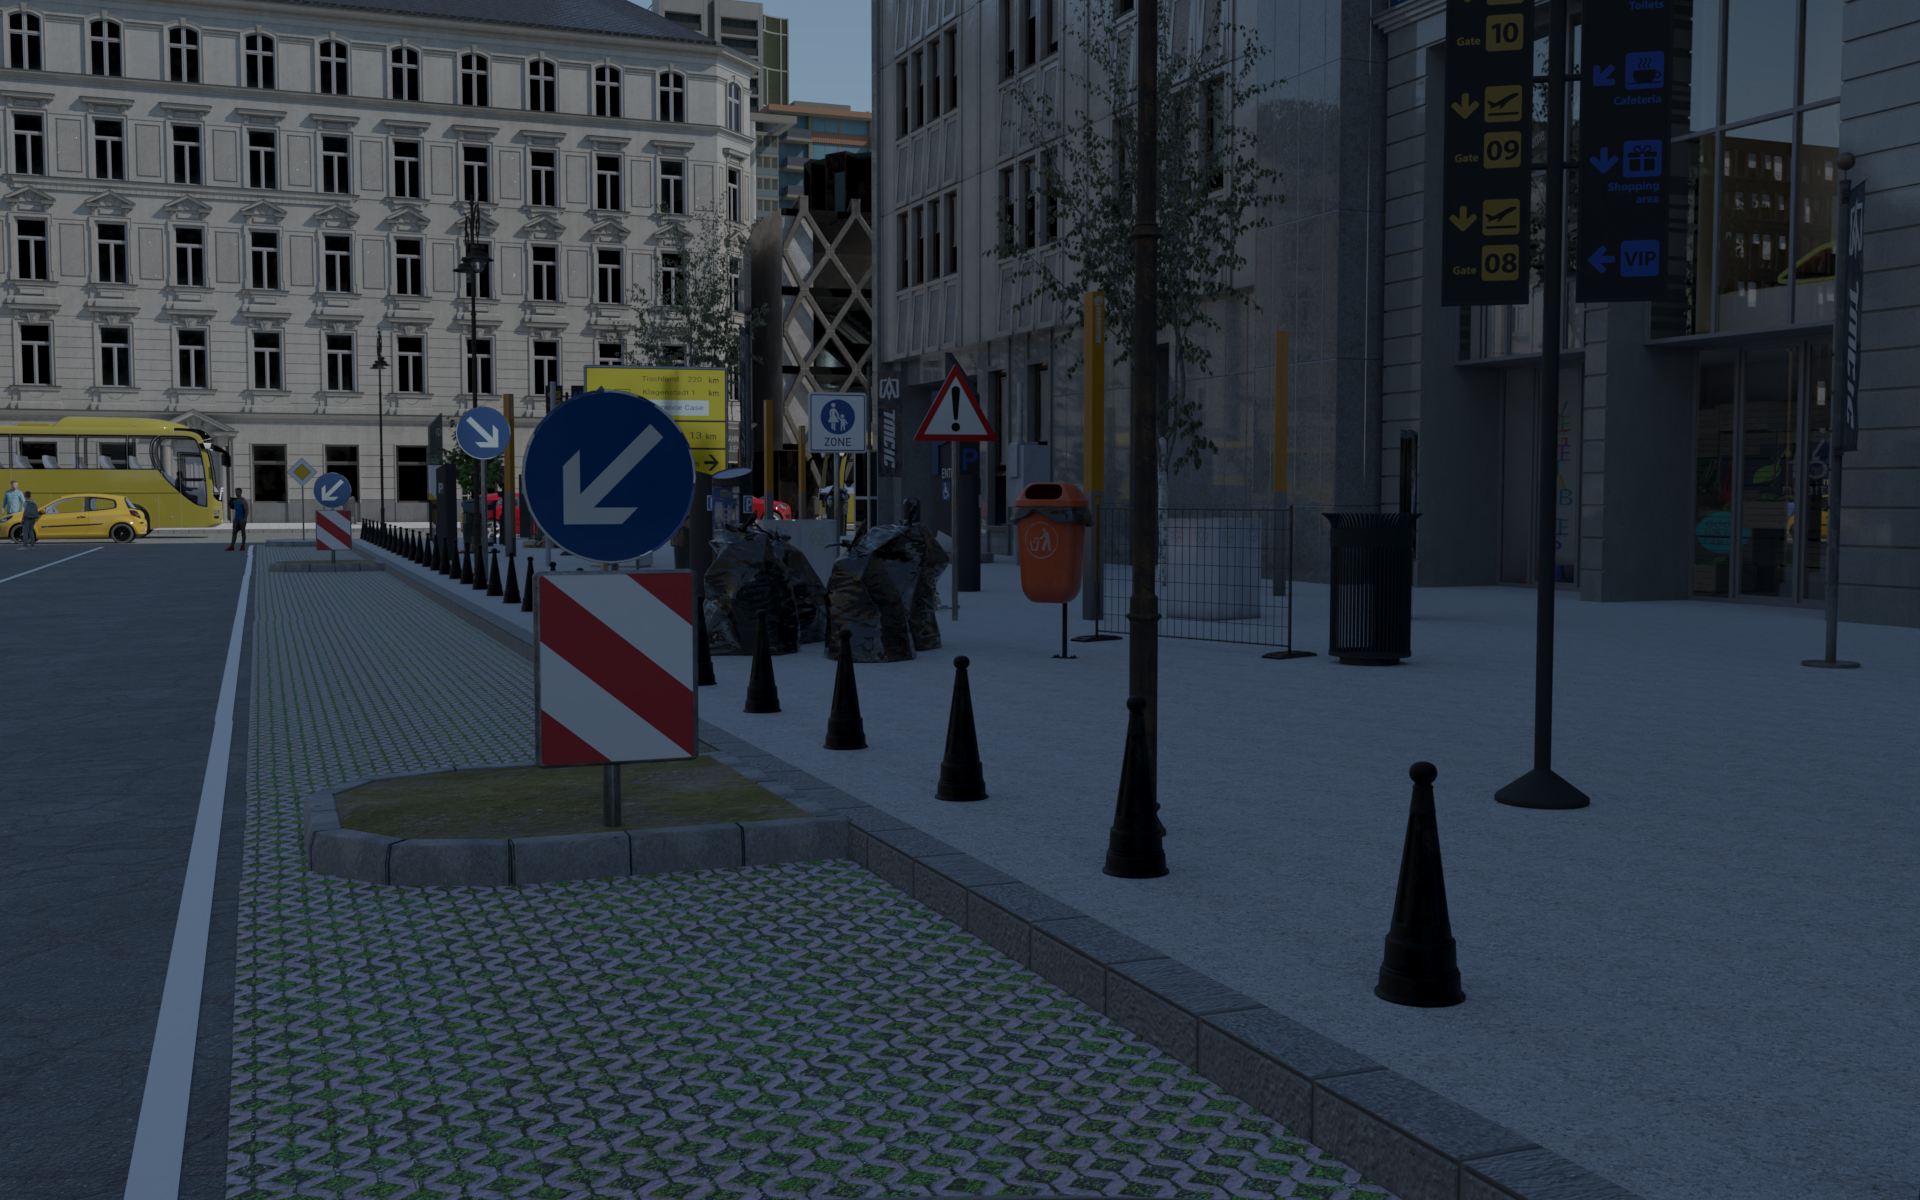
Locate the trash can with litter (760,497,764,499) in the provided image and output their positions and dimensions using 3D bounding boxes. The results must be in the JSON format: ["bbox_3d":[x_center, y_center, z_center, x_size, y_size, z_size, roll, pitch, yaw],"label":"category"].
[{"bbox_3d":[-8.450,-4.020,77.120,1.055,1.170,0.624,3,5,40],"label":"trash can with litter"}]

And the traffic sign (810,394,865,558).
[{"bbox_3d":[-1.244,-0.942,17.529,0.606,2.300,0.079,-1,4,-21],"label":"traffic sign"}]

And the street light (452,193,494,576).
[{"bbox_3d":[-7.542,-3.311,26.921,0.468,5.910,1.993,-1,4,-22],"label":"street light"}]

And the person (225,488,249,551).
[{"bbox_3d":[-18.356,-2.053,43.942,0.647,1.594,0.662,1,4,10],"label":"person"}]

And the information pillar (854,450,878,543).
[{"bbox_3d":[-1.563,-1.487,28.809,0.304,2.012,0.304,2,4,27],"label":"information pillar"}]

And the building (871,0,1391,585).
[{"bbox_3d":[7.132,-13.281,35.162,12.078,24.808,19.932,-1,4,-22],"label":"building"}]

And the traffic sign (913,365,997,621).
[{"bbox_3d":[-0.053,-1.069,17.486,0.884,2.594,0.081,-1,4,-18],"label":"traffic sign"}]

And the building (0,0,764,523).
[{"bbox_3d":[-32.365,-18.763,83.186,44.131,29.872,17.030,-1,4,-22],"label":"building"}]

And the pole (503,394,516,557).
[{"bbox_3d":[-9.175,-2.535,35.284,0.158,3.312,0.155,0,3,0],"label":"pole"}]

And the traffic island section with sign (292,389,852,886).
[{"bbox_3d":[-1.707,0.082,7.281,1.989,1.847,2.006,-1,4,-22],"label":"traffic island section with sign"}]

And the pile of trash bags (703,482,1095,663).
[{"bbox_3d":[-0.543,-0.256,13.931,3.447,1.369,1.912,2,4,26],"label":"pile of trash bags"}]

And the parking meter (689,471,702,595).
[{"bbox_3d":[-2.724,-0.626,18.642,0.372,1.533,0.369,0,3,0],"label":"parking meter"}]

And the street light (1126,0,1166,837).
[{"bbox_3d":[0.688,-2.053,6.356,0.468,5.910,1.993,-1,4,-22],"label":"street light"}]

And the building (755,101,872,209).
[{"bbox_3d":[-15.718,-33.173,197.001,28.867,44.769,22.147,-1,4,-22],"label":"building"}]

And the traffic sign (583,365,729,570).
[{"bbox_3d":[-4.821,-2.062,27.583,2.265,3.308,0.079,-1,4,-15],"label":"traffic sign"}]

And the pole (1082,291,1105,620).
[{"bbox_3d":[1.358,-1.452,17.580,0.158,3.312,0.155,0,3,0],"label":"pole"}]

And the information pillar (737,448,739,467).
[{"bbox_3d":[-9.341,-5.100,74.736,0.504,3.616,0.183,0,4,-6],"label":"information pillar"}]

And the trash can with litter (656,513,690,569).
[{"bbox_3d":[-3.688,-0.668,22.304,1.055,1.170,0.624,0,4,4],"label":"trash can with litter"}]

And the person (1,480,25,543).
[{"bbox_3d":[-28.037,-2.634,51.432,0.638,1.841,0.748,1,4,10],"label":"person"}]

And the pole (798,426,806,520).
[{"bbox_3d":[-4.704,-3.534,51.621,0.158,3.312,0.155,0,3,0],"label":"pole"}]

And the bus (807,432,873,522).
[{"bbox_3d":[0.174,-4.766,69.468,12.252,3.916,2.896,-1,4,-21],"label":"bus"}]

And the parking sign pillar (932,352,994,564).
[{"bbox_3d":[-0.079,-2.688,32.414,1.447,3.967,1.447,-2,4,-24],"label":"parking sign pillar"}]

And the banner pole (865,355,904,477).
[{"bbox_3d":[-1.414,-2.515,31.143,0.863,3.779,0.401,1,4,17],"label":"banner pole"}]

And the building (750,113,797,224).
[{"bbox_3d":[-33.931,-28.843,163.463,32.217,40.220,23.993,-1,4,-22],"label":"building"}]

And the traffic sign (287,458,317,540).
[{"bbox_3d":[-18.173,-2.706,47.891,0.795,2.450,0.064,-1,4,-22],"label":"traffic sign"}]

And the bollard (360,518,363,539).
[{"bbox_3d":[-16.424,-1.950,47.921,0.229,0.601,0.229,0,3,0],"label":"bollard"}]

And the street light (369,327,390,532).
[{"bbox_3d":[-16.108,-4.612,48.187,0.468,5.910,1.993,-1,4,-22],"label":"street light"}]

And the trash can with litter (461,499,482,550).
[{"bbox_3d":[-11.049,-1.731,39.695,0.624,1.170,1.055,-2,4,-29],"label":"trash can with litter"}]

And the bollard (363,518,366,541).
[{"bbox_3d":[-15.826,-1.860,46.459,0.229,0.601,0.229,0,3,0],"label":"bollard"}]

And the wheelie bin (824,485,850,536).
[{"bbox_3d":[-3.766,-2.770,53.201,0.693,1.594,0.980,1,4,11],"label":"wheelie bin"}]

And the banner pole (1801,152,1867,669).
[{"bbox_3d":[6.431,-1.380,12.580,0.401,3.779,0.863,1,4,15],"label":"banner pole"}]

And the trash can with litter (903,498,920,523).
[{"bbox_3d":[-1.255,-1.456,34.867,1.678,1.210,2.233,2,4,30],"label":"trash can with litter"}]

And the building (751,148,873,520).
[{"bbox_3d":[-3.239,-13.846,93.827,16.811,18.784,16.820,-1,4,-22],"label":"building"}]

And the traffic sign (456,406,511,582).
[{"bbox_3d":[-6.940,-1.539,25.272,0.768,2.556,0.104,-1,4,-15],"label":"traffic sign"}]

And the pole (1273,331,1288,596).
[{"bbox_3d":[4.024,-1.706,21.743,0.158,3.312,0.155,0,3,0],"label":"pole"}]

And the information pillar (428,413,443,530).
[{"bbox_3d":[-15.088,-3.581,49.906,0.183,3.616,0.504,2,4,32],"label":"information pillar"}]

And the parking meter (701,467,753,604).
[{"bbox_3d":[-2.094,-0.462,15.966,0.372,1.533,0.369,0,3,0],"label":"parking meter"}]

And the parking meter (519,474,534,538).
[{"bbox_3d":[-12.750,-2.768,50.964,0.399,1.863,0.255,1,4,11],"label":"parking meter"}]

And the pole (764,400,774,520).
[{"bbox_3d":[-4.157,-2.679,37.649,0.158,3.312,0.155,0,3,0],"label":"pole"}]

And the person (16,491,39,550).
[{"bbox_3d":[-23.801,-2.027,44.230,0.523,1.515,0.503,-1,4,-18],"label":"person"}]

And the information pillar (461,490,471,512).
[{"bbox_3d":[-20.215,-4.062,70.904,0.304,2.012,0.304,0,4,3],"label":"information pillar"}]

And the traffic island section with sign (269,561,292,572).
[{"bbox_3d":[-11.906,-1.459,32.491,1.989,1.847,2.006,-1,4,-22],"label":"traffic island section with sign"}]

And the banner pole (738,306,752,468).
[{"bbox_3d":[-2.841,-2.014,22.938,0.401,3.779,0.863,0,4,3],"label":"banner pole"}]

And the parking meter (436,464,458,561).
[{"bbox_3d":[-9.927,-1.699,33.498,0.399,1.863,0.255,3,5,44],"label":"parking meter"}]

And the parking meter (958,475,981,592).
[{"bbox_3d":[0.088,-0.882,22.829,0.372,1.533,0.369,0,3,0],"label":"parking meter"}]

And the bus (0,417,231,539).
[{"bbox_3d":[-29.883,-3.890,55.142,12.252,3.916,2.896,-1,4,-21],"label":"bus"}]

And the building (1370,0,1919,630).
[{"bbox_3d":[16.451,-14.343,11.998,11.434,29.767,29.804,-1,4,-22],"label":"building"}]

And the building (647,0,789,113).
[{"bbox_3d":[-35.280,-49.886,253.886,20.611,71.187,20.563,-1,4,-22],"label":"building"}]
